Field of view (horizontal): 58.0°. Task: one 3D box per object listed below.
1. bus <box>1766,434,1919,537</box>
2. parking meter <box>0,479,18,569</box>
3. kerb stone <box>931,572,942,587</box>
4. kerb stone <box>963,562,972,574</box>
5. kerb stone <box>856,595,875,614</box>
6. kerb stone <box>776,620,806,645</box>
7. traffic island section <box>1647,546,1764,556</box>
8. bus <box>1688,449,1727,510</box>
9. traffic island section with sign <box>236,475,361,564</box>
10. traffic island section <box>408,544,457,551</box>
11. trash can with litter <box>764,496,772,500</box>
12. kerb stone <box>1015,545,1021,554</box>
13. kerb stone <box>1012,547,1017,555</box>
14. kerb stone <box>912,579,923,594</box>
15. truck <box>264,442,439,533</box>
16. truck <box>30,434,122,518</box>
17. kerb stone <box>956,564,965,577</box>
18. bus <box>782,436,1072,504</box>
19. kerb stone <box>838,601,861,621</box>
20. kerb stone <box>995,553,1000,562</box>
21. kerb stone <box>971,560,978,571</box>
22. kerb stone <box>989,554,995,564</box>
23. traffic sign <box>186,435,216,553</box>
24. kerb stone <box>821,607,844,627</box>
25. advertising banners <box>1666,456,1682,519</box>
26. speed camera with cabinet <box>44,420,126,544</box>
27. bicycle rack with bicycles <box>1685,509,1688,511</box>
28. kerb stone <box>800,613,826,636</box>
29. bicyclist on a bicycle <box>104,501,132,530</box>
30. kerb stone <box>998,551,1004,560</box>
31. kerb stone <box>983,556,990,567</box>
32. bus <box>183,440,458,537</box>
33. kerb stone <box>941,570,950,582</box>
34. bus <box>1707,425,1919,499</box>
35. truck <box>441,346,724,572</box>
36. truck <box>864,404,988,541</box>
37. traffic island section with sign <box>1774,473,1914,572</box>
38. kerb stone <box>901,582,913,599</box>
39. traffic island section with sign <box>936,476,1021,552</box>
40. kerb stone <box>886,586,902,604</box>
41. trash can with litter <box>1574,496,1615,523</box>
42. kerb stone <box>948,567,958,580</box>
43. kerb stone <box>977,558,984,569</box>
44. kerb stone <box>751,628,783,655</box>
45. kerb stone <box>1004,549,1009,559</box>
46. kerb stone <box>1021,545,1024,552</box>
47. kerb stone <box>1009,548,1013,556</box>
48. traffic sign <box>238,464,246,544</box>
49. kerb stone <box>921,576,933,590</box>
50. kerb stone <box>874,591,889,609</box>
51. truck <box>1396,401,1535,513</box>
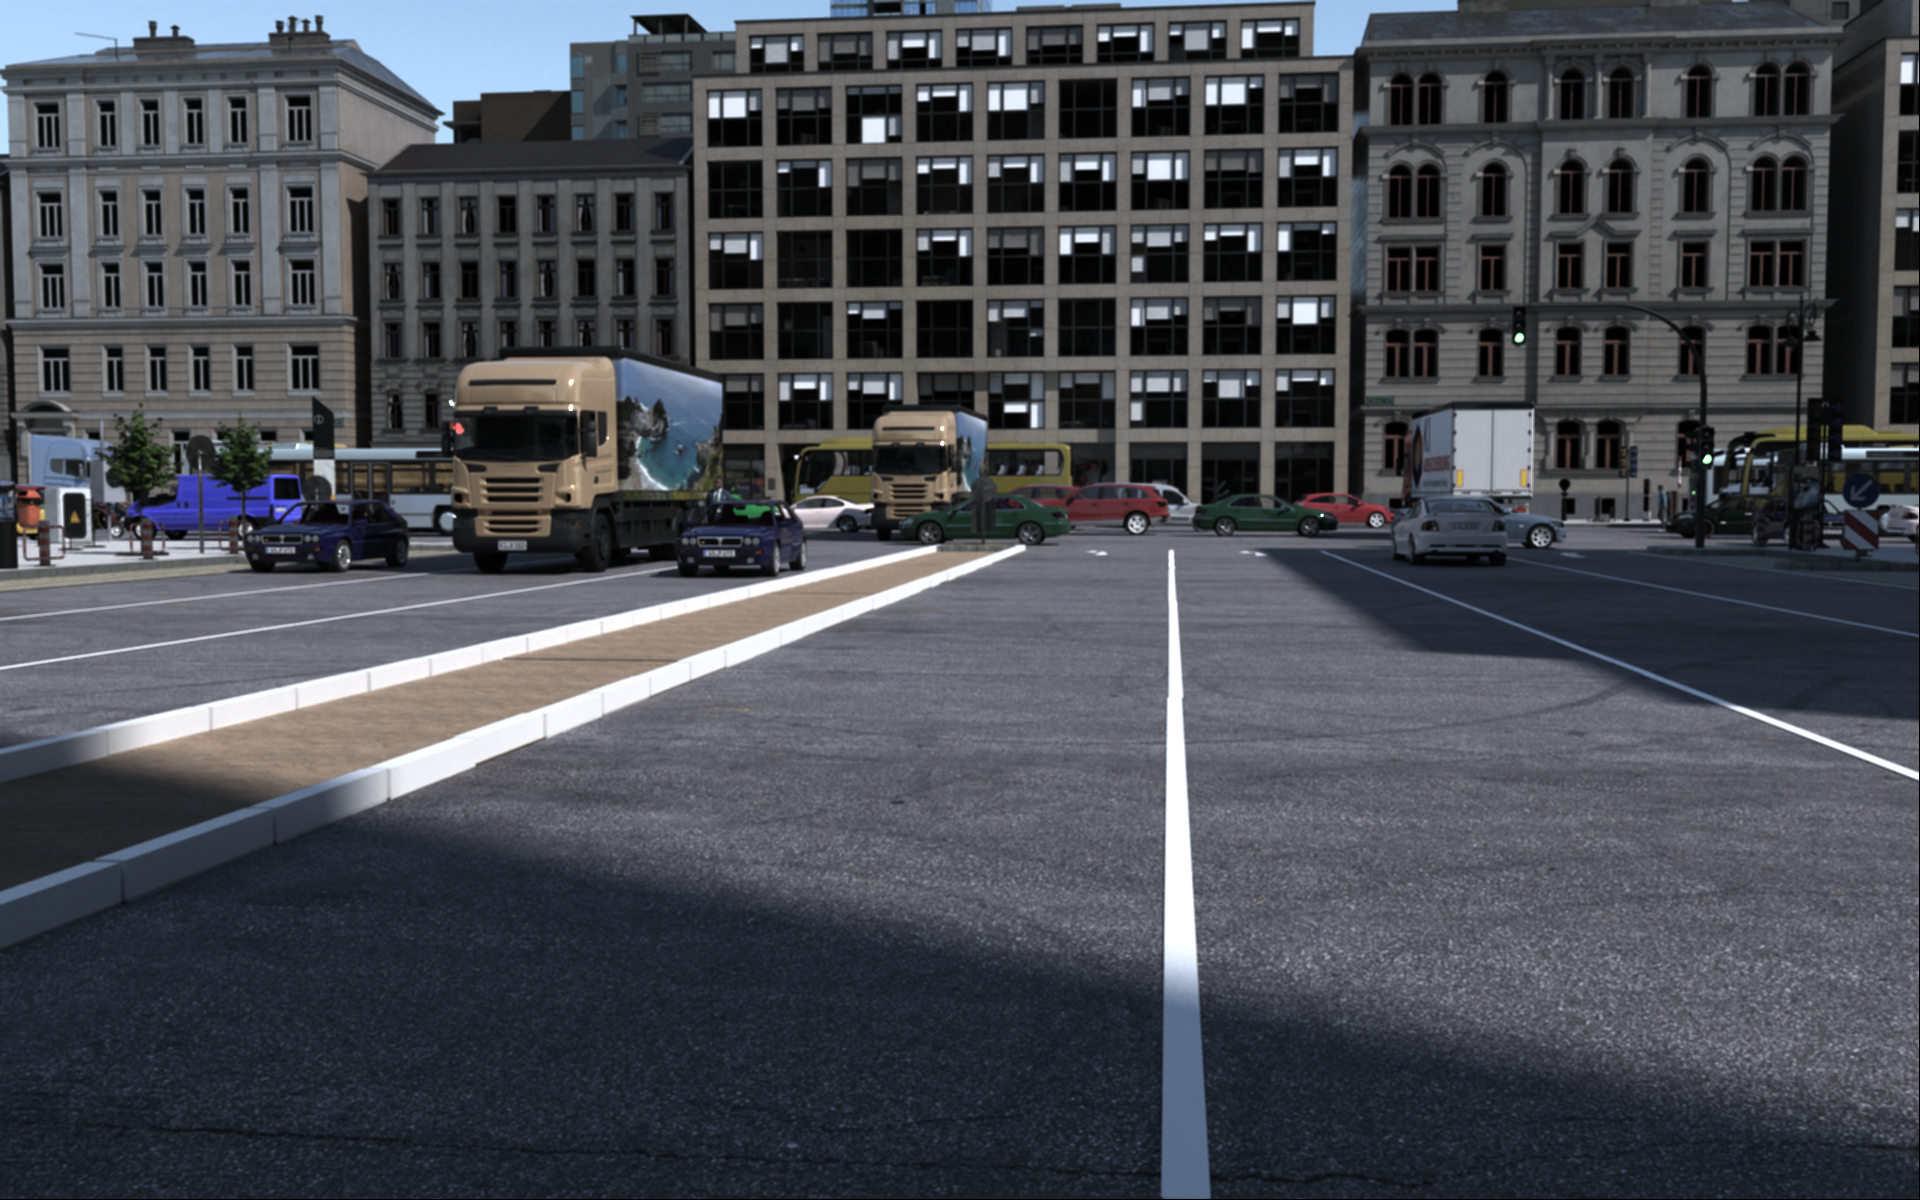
[{"bbox_3d":[33.788,-3.881,58.307,13.247,3.499,2.948,0,4,6],"label":"bus"},{"bbox_3d":[-16.381,-1.301,29.686,0.372,1.533,0.369,0,3,0],"label":"parking meter"},{"bbox_3d":[-0.444,-0.292,27.027,0.120,0.150,1.000,0,4,7],"label":"kerb stone"},{"bbox_3d":[0.052,-0.547,31.135,0.120,0.150,1.000,0,4,7],"label":"kerb stone"},{"bbox_3d":[-1.197,0.080,20.894,0.120,0.150,1.000,0,4,7],"label":"kerb stone"},{"bbox_3d":[-1.684,0.329,16.812,0.120,0.150,1.000,0,4,7],"label":"kerb stone"},{"bbox_3d":[17.673,-1.167,41.358,2.009,0.180,2.903,0,4,7],"label":"traffic island section"},{"bbox_3d":[37.154,-4.662,71.088,13.247,3.499,2.948,0,4,6],"label":"bus"},{"bbox_3d":[-13.650,-1.679,36.087,1.989,1.847,2.006,0,4,7],"label":"traffic island section with sign"},{"bbox_3d":[-12.896,-1.393,45.051,2.009,0.180,2.903,0,4,7],"label":"traffic island section"},{"bbox_3d":[-10.150,-4.753,89.093,1.055,1.170,0.624,2,4,28],"label":"trash can with litter"},{"bbox_3d":[1.283,-1.173,41.367,0.120,0.150,1.000,0,4,7],"label":"kerb stone"},{"bbox_3d":[1.157,-1.105,40.342,0.120,0.150,1.000,0,4,7],"label":"kerb stone"},{"bbox_3d":[-0.693,-0.170,24.977,0.120,0.150,1.000,0,4,7],"label":"kerb stone"},{"bbox_3d":[-22.582,-4.238,65.218,9.791,3.379,3.469,0,4,8],"label":"truck"},{"bbox_3d":[-47.307,-5.488,79.481,18.799,4.110,2.967,0,4,6],"label":"truck"},{"bbox_3d":[-0.078,-0.484,30.104,0.120,0.150,1.000,0,4,7],"label":"kerb stone"},{"bbox_3d":[-1.340,-5.065,74.364,12.252,3.916,2.896,0,4,6],"label":"bus"},{"bbox_3d":[-1.316,0.143,19.874,0.120,0.150,1.000,0,4,7],"label":"kerb stone"},{"bbox_3d":[0.667,-0.860,36.250,0.120,0.150,1.000,0,4,7],"label":"kerb stone"},{"bbox_3d":[0.178,-0.609,32.158,0.120,0.150,1.000,0,4,7],"label":"kerb stone"},{"bbox_3d":[0.548,-0.795,35.229,0.120,0.150,1.000,0,4,7],"label":"kerb stone"},{"bbox_3d":[-16.411,-2.282,37.419,0.768,2.556,0.104,1,4,16],"label":"traffic sign"},{"bbox_3d":[-1.442,0.207,18.852,0.120,0.150,1.000,0,4,7],"label":"kerb stone"},{"bbox_3d":[32.382,-5.034,78.486,0.090,3.025,2.074,3,5,39],"label":"advertising banners"},{"bbox_3d":[-23.098,-3.144,45.733,0.660,3.252,2.038,2,4,25],"label":"speed camera with cabinet"},{"bbox_3d":[36.073,-4.240,82.714,2.925,0.926,2.852,1,4,19],"label":"bicycle rack with bicycles"},{"bbox_3d":[-1.563,0.267,17.832,0.120,0.150,1.000,0,4,7],"label":"kerb stone"},{"bbox_3d":[-32.341,-3.479,66.907,1.625,1.676,1.499,1,4,8],"label":"bicyclist on a bicycle"},{"bbox_3d":[0.793,-0.920,37.269,0.120,0.150,1.000,0,4,7],"label":"kerb stone"},{"bbox_3d":[0.422,-0.735,34.207,0.120,0.150,1.000,0,4,7],"label":"kerb stone"},{"bbox_3d":[-19.723,-3.945,59.357,13.247,3.499,2.948,0,4,8],"label":"bus"},{"bbox_3d":[-0.333,-0.353,28.053,0.120,0.150,1.000,0,4,7],"label":"kerb stone"},{"bbox_3d":[33.593,-4.317,62.131,12.252,3.916,2.896,0,4,7],"label":"bus"},{"bbox_3d":[-7.327,-2.829,35.169,2.839,4.237,11.283,0,4,6],"label":"truck"},{"bbox_3d":[-0.932,-4.134,56.505,2.839,4.237,11.283,0,4,7],"label":"truck"},{"bbox_3d":[16.651,-1.480,32.823,1.989,1.847,2.006,0,4,7],"label":"traffic island section with sign"},{"bbox_3d":[-0.815,-0.108,23.956,0.120,0.150,1.000,0,4,7],"label":"kerb stone"},{"bbox_3d":[0.522,-2.173,43.668,2.006,1.907,1.989,0,4,7],"label":"traffic island section with sign"},{"bbox_3d":[-0.936,-0.044,22.932,0.120,0.150,1.000,0,4,7],"label":"kerb stone"},{"bbox_3d":[28.910,-4.131,78.604,1.678,1.210,2.233,1,4,8],"label":"trash can with litter"},{"bbox_3d":[-0.188,-0.421,29.075,0.120,0.150,1.000,0,4,7],"label":"kerb stone"},{"bbox_3d":[0.296,-0.671,33.185,0.120,0.150,1.000,0,4,7],"label":"kerb stone"},{"bbox_3d":[-1.807,0.394,15.792,0.120,0.150,1.000,0,4,7],"label":"kerb stone"},{"bbox_3d":[0.918,-0.984,38.291,0.120,0.150,1.000,0,4,7],"label":"kerb stone"},{"bbox_3d":[1.409,-1.236,42.402,0.120,0.150,1.000,0,4,7],"label":"kerb stone"},{"bbox_3d":[1.044,-1.047,39.320,0.120,0.150,1.000,0,4,7],"label":"kerb stone"},{"bbox_3d":[-17.847,-2.630,43.111,0.768,2.556,0.104,1,4,11],"label":"traffic sign"},{"bbox_3d":[-0.575,-0.233,26.005,0.120,0.150,1.000,0,4,7],"label":"kerb stone"},{"bbox_3d":[-1.065,0.018,21.913,0.120,0.150,1.000,0,4,7],"label":"kerb stone"},{"bbox_3d":[16.664,-4.217,57.862,2.839,4.237,11.283,0,4,6],"label":"truck"}]
